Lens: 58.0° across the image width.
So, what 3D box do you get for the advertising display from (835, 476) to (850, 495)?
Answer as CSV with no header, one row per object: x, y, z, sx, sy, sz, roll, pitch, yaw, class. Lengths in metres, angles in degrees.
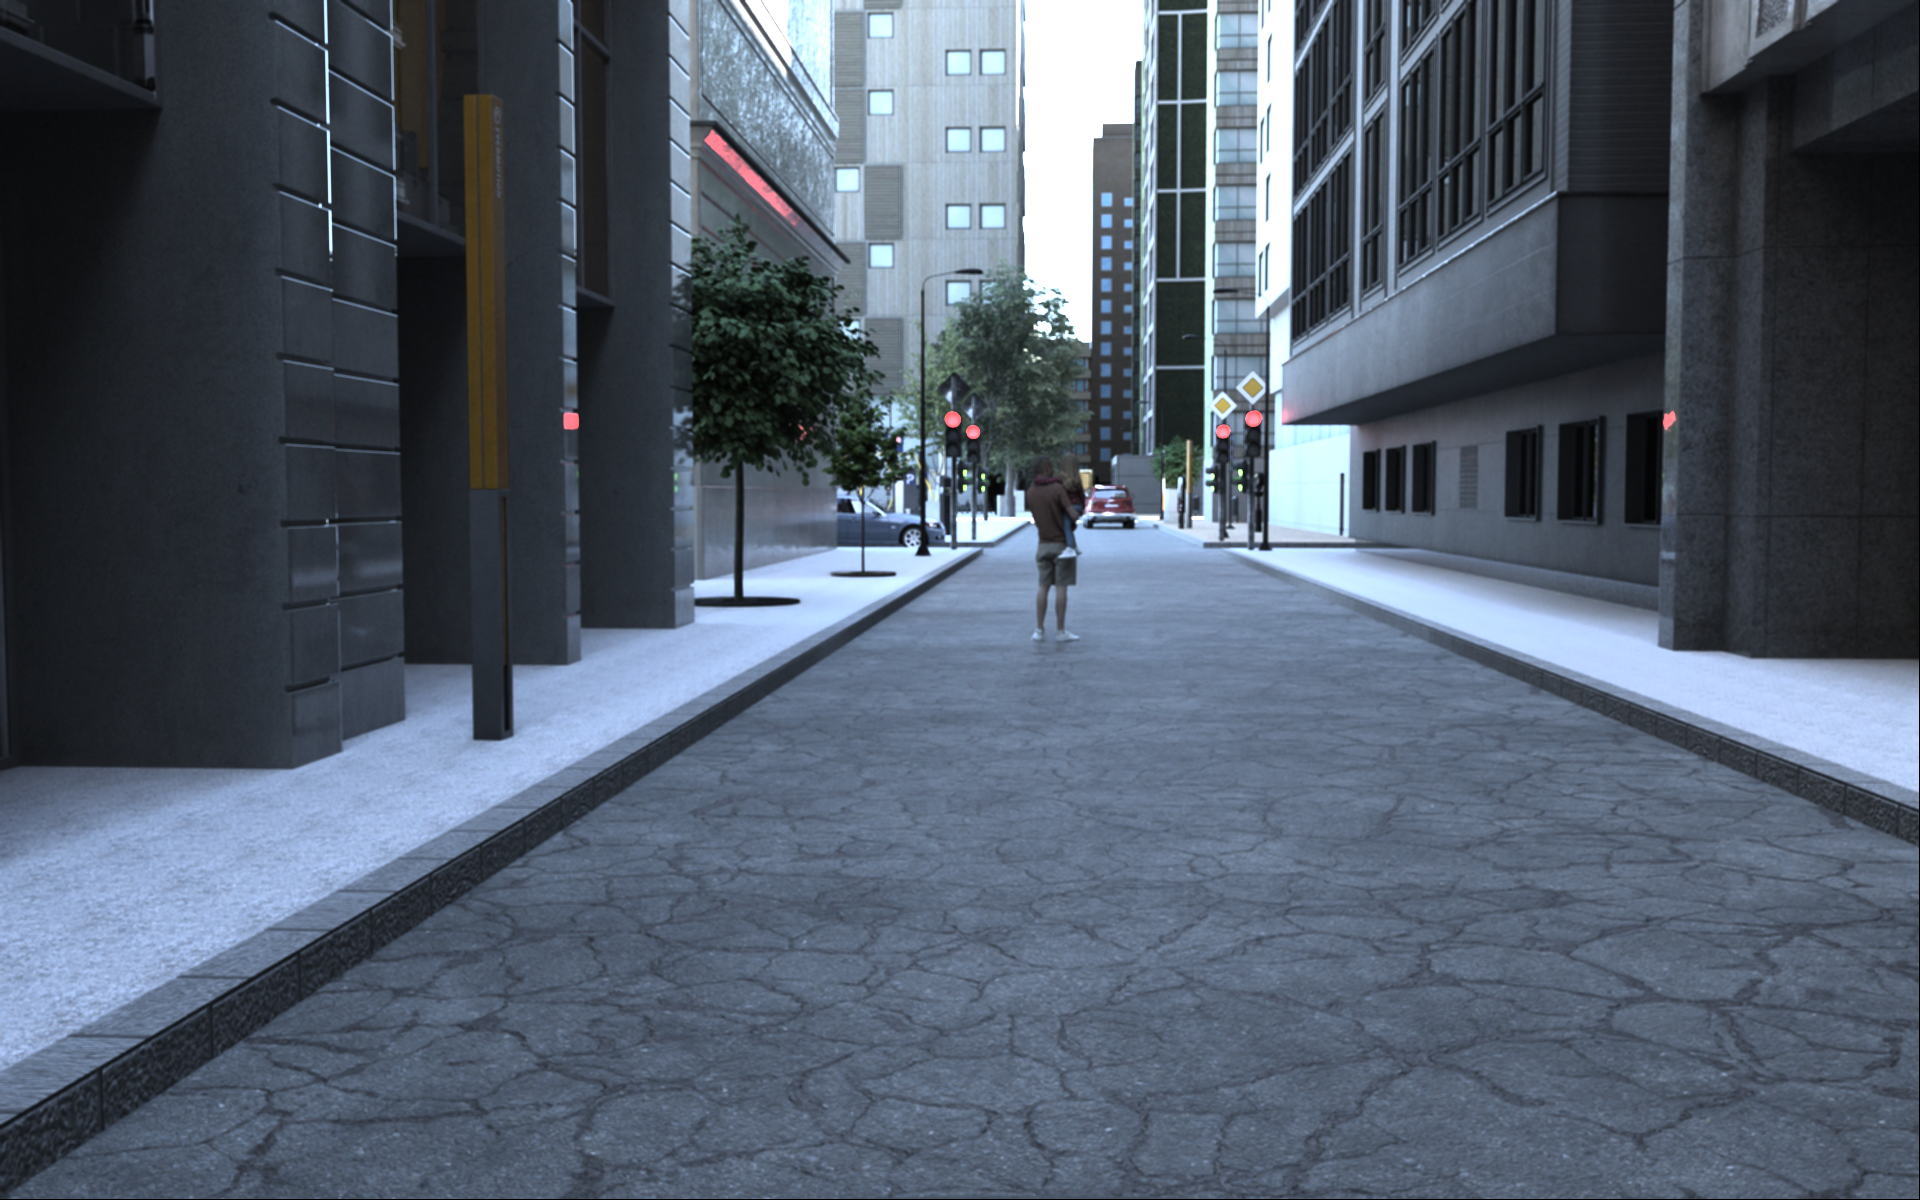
-3.532,-2.611,47.905,0.974,1.923,0.123,0,4,5,advertising display

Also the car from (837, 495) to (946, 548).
-2.610,-1.986,44.478,4.499,1.417,2.014,0,4,3,car

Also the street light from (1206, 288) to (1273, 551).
6.379,-4.071,39.095,1.470,5.913,1.316,0,4,4,street light

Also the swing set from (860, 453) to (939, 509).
-2.452,-4.183,66.015,2.862,2.851,3.119,2,4,24,swing set

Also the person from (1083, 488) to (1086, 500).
8.796,-6.982,122.538,0.514,1.842,0.818,-1,4,-13,person

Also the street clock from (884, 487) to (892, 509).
-5.017,-7.118,120.956,0.471,2.002,0.358,1,4,19,street clock

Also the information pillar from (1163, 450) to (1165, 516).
10.894,-6.207,92.844,0.183,3.616,0.504,1,4,12,information pillar

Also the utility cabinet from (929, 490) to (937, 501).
-1.154,-5.469,98.093,1.173,1.500,0.318,-1,4,-9,utility cabinet

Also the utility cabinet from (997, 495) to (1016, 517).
2.593,-5.208,96.306,1.020,1.237,0.306,-2,4,-25,utility cabinet

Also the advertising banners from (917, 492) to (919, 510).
-3.129,-7.309,115.686,2.074,3.025,0.090,3,5,43,advertising banners

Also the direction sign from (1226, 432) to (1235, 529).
9.990,-4.402,63.965,0.379,3.537,0.876,0,3,0,direction sign

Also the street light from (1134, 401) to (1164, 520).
9.546,-6.965,86.414,1.470,5.913,1.316,0,4,4,street light

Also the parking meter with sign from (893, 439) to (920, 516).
-1.570,-3.259,49.539,0.543,3.016,1.738,-2,4,-24,parking meter with sign

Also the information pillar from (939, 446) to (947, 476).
-0.742,-5.201,76.393,0.183,3.616,0.504,-2,4,-32,information pillar

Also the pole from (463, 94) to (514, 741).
-2.450,-0.927,8.996,0.158,3.312,0.155,0,3,0,pole

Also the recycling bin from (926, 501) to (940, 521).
-0.965,-2.929,60.439,0.722,1.027,0.722,1,4,8,recycling bin

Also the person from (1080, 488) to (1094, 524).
6.045,-4.437,81.803,0.760,1.731,0.466,-3,4,-38,person

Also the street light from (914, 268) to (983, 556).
-0.228,-3.869,35.793,1.470,5.913,1.316,0,4,4,street light

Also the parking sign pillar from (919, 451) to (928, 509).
-2.312,-7.337,108.433,1.447,3.967,1.447,0,4,5,parking sign pillar

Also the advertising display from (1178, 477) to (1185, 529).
8.202,-3.605,64.159,0.123,1.923,0.974,0,4,-2,advertising display

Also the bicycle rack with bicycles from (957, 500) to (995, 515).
0.764,-5.728,107.029,2.925,0.926,2.852,1,4,12,bicycle rack with bicycles

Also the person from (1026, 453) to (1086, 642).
0.958,-0.518,16.947,0.580,1.828,0.573,-1,4,-9,person

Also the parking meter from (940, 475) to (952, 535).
-0.445,-2.937,53.724,0.255,1.863,0.399,-2,4,-28,parking meter

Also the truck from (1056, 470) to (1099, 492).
9.263,-8.674,137.744,3.469,3.379,9.791,0,4,5,truck

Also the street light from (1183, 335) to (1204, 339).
7.202,-4.780,50.692,1.470,5.913,1.316,0,4,4,street light

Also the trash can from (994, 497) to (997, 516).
2.341,-5.510,101.734,0.748,1.137,0.748,0,3,0,trash can

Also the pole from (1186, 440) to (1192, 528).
8.639,-4.367,65.239,0.158,3.312,0.155,0,3,0,pole

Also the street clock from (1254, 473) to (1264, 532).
10.054,-3.287,58.316,0.358,2.002,0.471,-1,4,-16,street clock

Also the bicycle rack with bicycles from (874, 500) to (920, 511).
-3.573,-5.387,101.462,2.852,0.926,2.925,-3,4,-37,bicycle rack with bicycles

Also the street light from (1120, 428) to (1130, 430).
12.010,-9.165,122.385,1.470,5.913,1.316,0,4,4,street light

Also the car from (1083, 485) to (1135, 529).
6.275,-3.949,73.234,2.281,1.827,5.304,0,4,2,car
